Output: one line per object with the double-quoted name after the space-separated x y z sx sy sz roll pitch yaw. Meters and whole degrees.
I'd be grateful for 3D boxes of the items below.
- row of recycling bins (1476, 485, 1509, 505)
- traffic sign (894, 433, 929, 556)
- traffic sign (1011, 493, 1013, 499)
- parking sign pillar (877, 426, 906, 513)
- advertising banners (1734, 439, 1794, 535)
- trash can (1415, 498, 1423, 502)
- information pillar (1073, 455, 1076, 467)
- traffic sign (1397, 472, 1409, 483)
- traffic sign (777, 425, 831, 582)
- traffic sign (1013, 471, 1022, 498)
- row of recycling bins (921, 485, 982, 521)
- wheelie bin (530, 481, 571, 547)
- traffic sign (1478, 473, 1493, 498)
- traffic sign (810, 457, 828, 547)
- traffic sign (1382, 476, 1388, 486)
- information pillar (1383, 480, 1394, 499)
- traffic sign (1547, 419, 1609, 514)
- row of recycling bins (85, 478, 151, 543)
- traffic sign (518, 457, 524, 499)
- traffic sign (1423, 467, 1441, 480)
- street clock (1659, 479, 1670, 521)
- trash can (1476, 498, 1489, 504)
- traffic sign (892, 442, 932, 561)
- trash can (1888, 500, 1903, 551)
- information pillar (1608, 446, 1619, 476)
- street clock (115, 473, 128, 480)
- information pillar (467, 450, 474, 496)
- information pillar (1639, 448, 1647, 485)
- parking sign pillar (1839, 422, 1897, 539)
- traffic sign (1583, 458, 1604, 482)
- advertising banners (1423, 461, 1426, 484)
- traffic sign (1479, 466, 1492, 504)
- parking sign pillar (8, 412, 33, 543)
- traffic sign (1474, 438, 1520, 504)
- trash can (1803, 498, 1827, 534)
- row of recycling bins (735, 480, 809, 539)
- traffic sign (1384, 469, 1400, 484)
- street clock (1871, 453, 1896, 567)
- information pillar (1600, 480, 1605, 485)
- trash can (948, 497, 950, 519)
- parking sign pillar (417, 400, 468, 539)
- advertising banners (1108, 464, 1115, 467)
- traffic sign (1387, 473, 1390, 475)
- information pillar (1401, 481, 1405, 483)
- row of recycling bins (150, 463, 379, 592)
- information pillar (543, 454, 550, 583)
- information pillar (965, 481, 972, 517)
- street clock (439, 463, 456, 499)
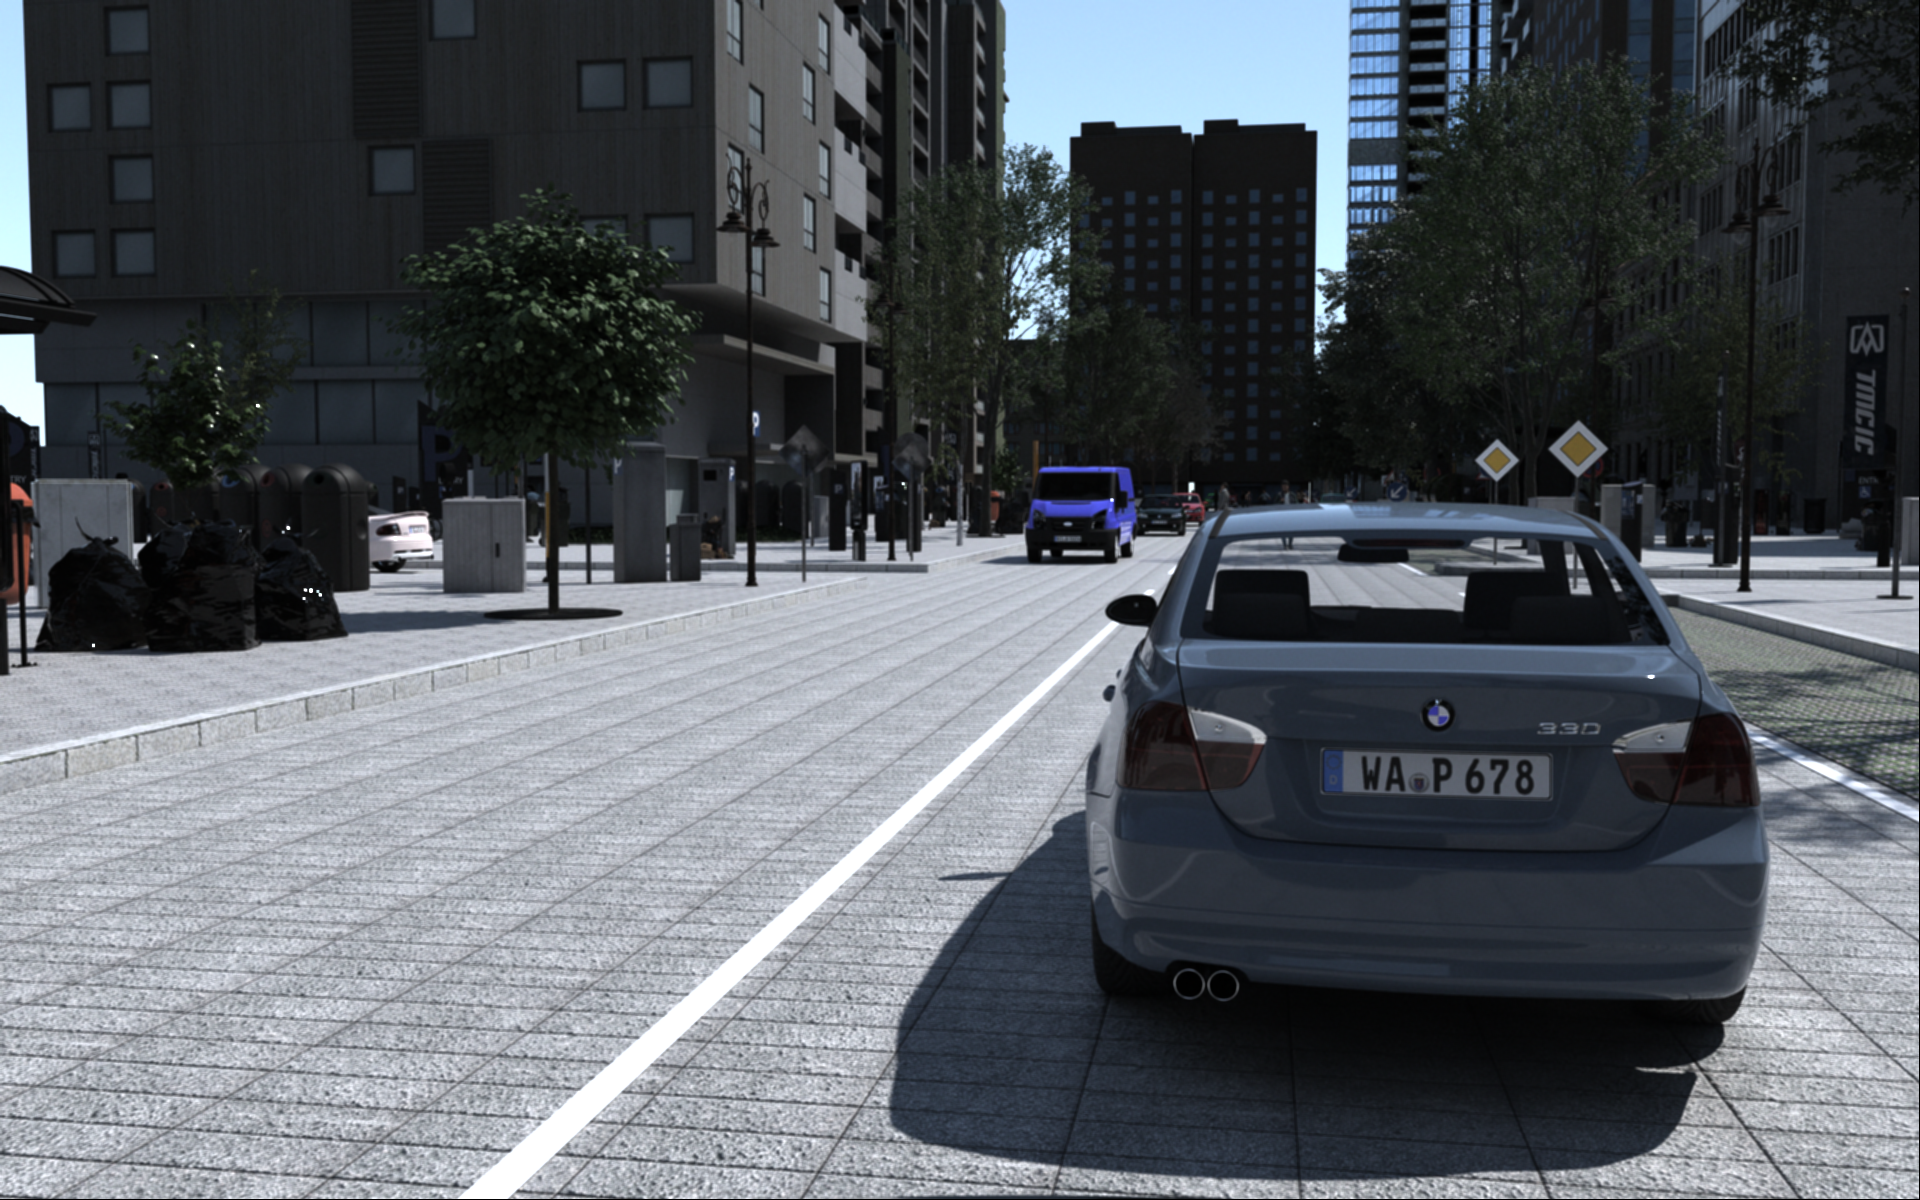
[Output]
22.519 -4.213 76.000 3.534 1.692 1.069 1 4 17 "row of recycling bins"
-1.020 -2.191 35.922 0.768 2.556 0.104 1 4 11 "traffic sign"
2.516 -5.117 83.767 0.768 2.556 0.104 1 4 10 "traffic sign"
-2.625 -4.930 69.072 1.447 3.967 1.447 -2 4 -30 "parking sign pillar"
25.192 -3.557 54.344 0.090 3.025 2.074 -2 4 -31 "advertising banners"
17.405 -3.260 64.953 0.748 1.137 0.748 0 3 0 "trash can"
6.856 -6.864 103.585 0.183 3.616 0.504 1 4 19 "information pillar"
24.954 -5.980 97.877 0.768 2.556 0.104 1 4 17 "traffic sign"
-2.271 -1.318 25.194 0.795 2.450 0.064 1 4 10 "traffic sign"
2.565 -5.035 82.430 0.768 2.556 0.104 1 4 19 "traffic sign"
-0.550 -4.651 83.160 3.534 1.692 1.069 0 4 7 "row of recycling bins"
-9.887 -2.099 42.229 0.693 1.594 0.980 -3 4 -37 "wheelie bin"
19.954 -4.010 65.567 0.884 2.594 0.081 1 4 13 "traffic sign"
-3.606 -2.576 42.217 0.768 2.556 0.104 1 4 14 "traffic sign"
23.388 -5.675 94.923 0.606 2.300 0.079 1 4 14 "traffic sign"
22.408 -5.245 90.241 0.304 2.012 0.304 -1 4 -22 "information pillar"
8.316 -1.206 23.364 0.795 2.450 0.064 1 4 10 "traffic sign"
-21.391 -2.351 45.549 3.534 1.692 1.069 -1 4 -17 "row of recycling bins"
-6.487 -1.557 25.570 0.768 2.556 0.104 1 4 15 "traffic sign"
21.155 -4.744 77.674 0.768 2.556 0.104 1 4 14 "traffic sign"
33.511 -4.764 82.454 0.471 2.002 0.358 1 4 15 "street clock"
19.292 -3.210 64.139 0.748 1.137 0.748 0 3 0 "trash can"
-0.921 -1.800 33.065 0.795 2.450 0.064 1 4 10 "traffic sign"
21.443 -1.691 39.294 0.748 1.137 0.748 0 3 0 "trash can"
31.698 -5.672 84.091 0.504 3.616 0.183 3 4 37 "information pillar"
-28.729 -3.354 59.415 0.471 2.002 0.358 3 5 39 "street clock"
-16.764 -4.128 58.847 0.504 3.616 0.183 0 4 4 "information pillar"
34.969 -5.953 88.682 0.183 3.616 0.504 -1 4 -18 "information pillar"
26.020 -3.736 49.562 1.447 3.967 1.447 -2 4 -34 "parking sign pillar"
19.868 -3.333 54.598 0.768 2.556 0.104 1 4 13 "traffic sign"
23.080 -5.329 83.318 2.074 3.025 0.090 -1 4 -17 "advertising banners"
16.949 -3.377 55.316 0.768 2.556 0.104 1 4 18 "traffic sign"
-25.132 -3.489 45.514 1.447 3.967 1.447 -2 4 -29 "parking sign pillar"
9.666 -1.688 31.235 0.795 2.450 0.064 1 4 10 "traffic sign"
27.515 -2.698 55.762 0.748 1.137 0.748 0 3 0 "trash can"
-5.937 -2.631 50.126 3.534 1.692 1.069 2 4 26 "row of recycling bins"
22.862 -5.604 91.623 0.884 2.594 0.081 1 4 13 "traffic sign"
16.262 -1.582 30.437 0.471 2.002 0.358 2 4 34 "street clock"
33.092 -5.175 89.098 0.304 2.012 0.304 0 4 -1 "information pillar"
-0.321 -4.742 89.185 0.748 1.137 0.748 0 3 0 "trash can"
-14.818 -3.742 49.660 1.447 3.967 1.447 -2 4 -29 "parking sign pillar"
8.397 -6.519 102.773 0.090 3.025 2.074 -3 5 -42 "advertising banners"
26.136 -6.412 104.948 0.768 2.556 0.104 1 4 15 "traffic sign"
24.539 -5.626 96.471 0.304 2.012 0.304 3 5 44 "information pillar"
-9.425 -1.012 23.666 3.534 1.692 1.069 2 4 31 "row of recycling bins"
-5.954 -2.058 25.003 0.183 3.616 0.504 -1 4 -15 "information pillar"
0.482 -5.702 97.719 0.304 2.012 0.304 -3 5 -42 "information pillar"
-11.958 -2.194 40.448 0.358 2.002 0.471 -3 4 -36 "street clock"
